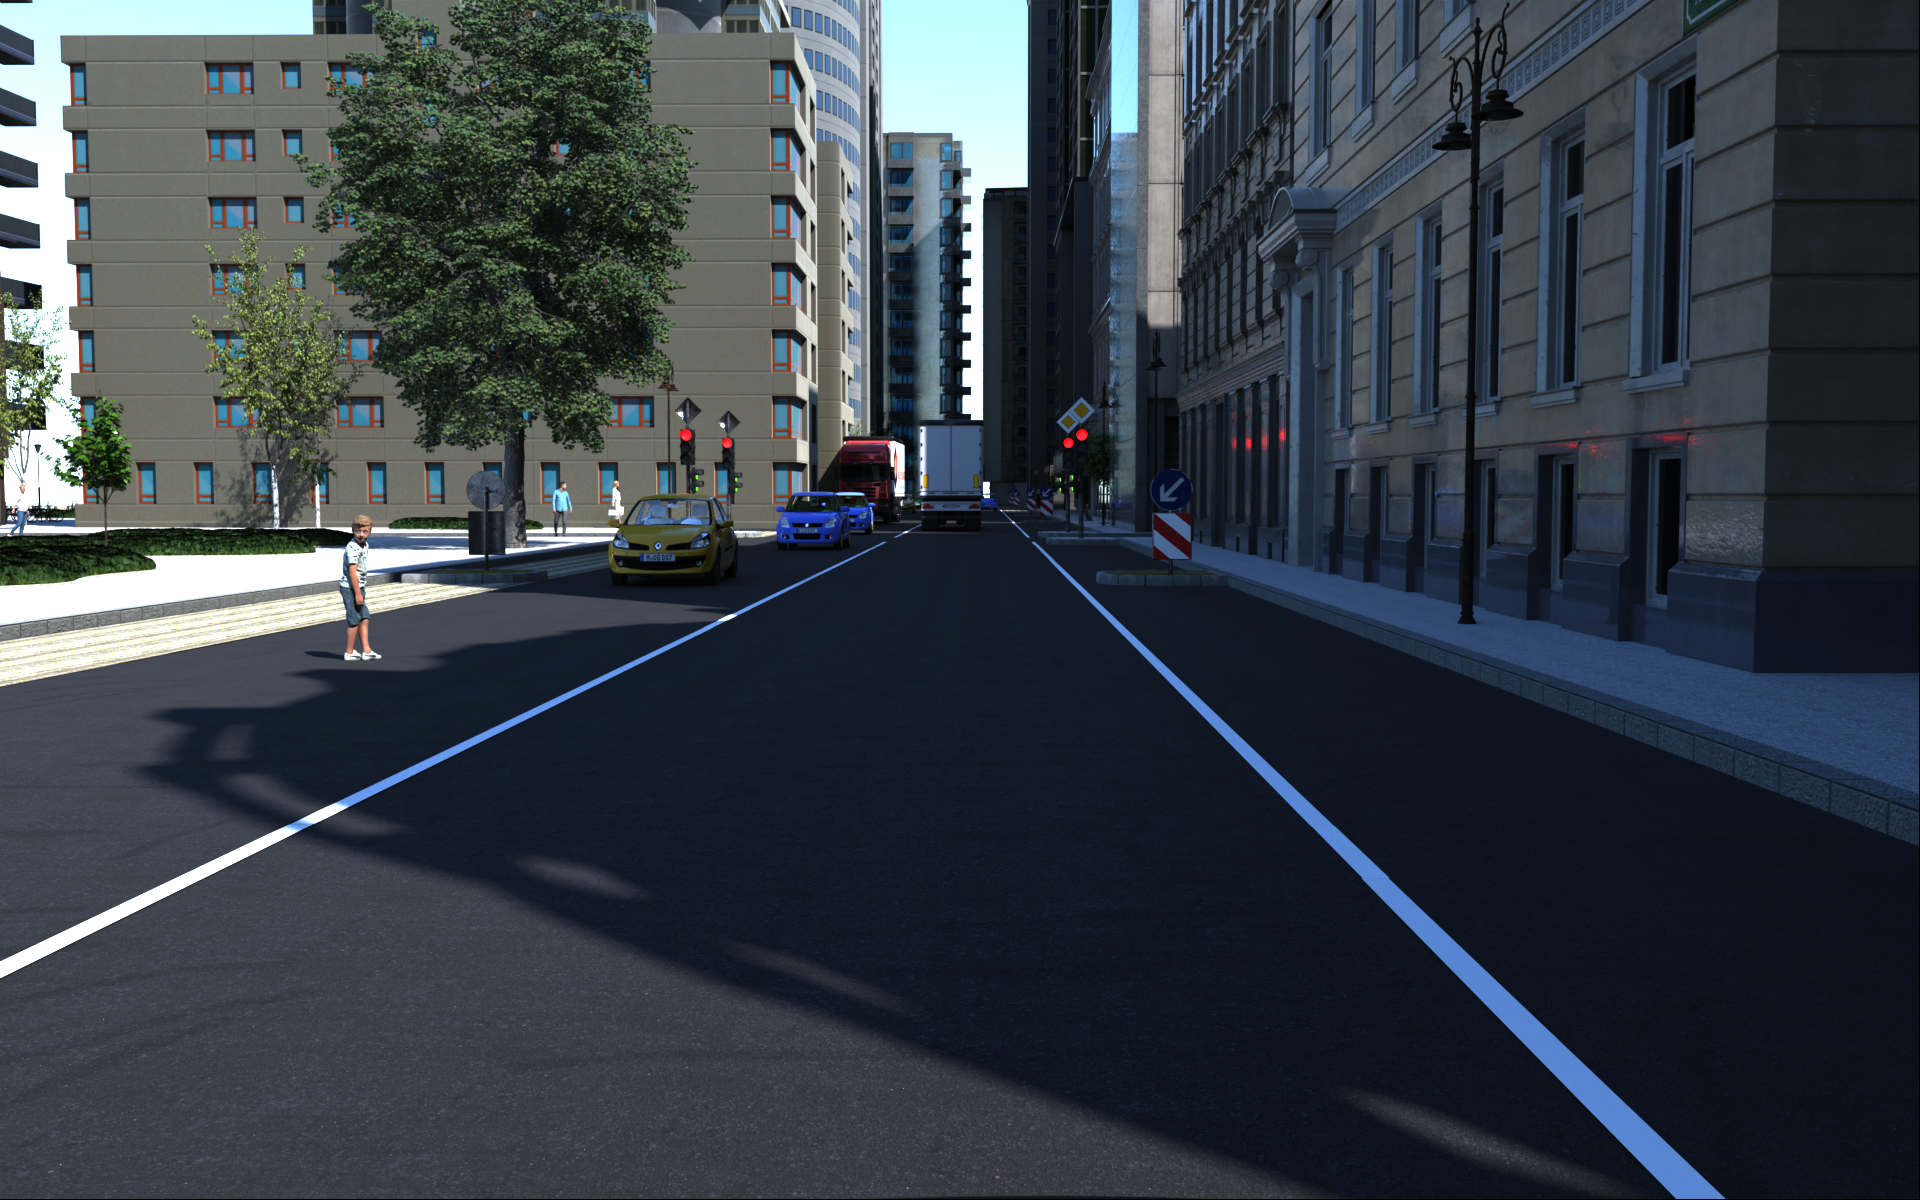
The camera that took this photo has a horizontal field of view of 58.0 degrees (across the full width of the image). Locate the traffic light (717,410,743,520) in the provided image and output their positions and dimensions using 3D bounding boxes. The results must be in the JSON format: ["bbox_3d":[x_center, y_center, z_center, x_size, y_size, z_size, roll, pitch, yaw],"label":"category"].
[{"bbox_3d":[-7.757,-4.239,58.232,0.839,4.253,0.868,0,4,1],"label":"traffic light"}]

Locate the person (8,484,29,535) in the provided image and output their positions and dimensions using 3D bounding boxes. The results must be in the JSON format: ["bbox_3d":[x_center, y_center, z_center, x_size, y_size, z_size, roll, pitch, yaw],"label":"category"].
[{"bbox_3d":[-28.985,-2.694,53.213,0.598,1.740,0.731,-1,4,-13],"label":"person"}]

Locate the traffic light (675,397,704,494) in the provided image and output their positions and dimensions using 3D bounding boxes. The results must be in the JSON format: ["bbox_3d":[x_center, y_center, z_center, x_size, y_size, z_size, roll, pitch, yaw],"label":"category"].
[{"bbox_3d":[-7.870,-3.751,50.247,0.839,4.253,0.868,0,4,1],"label":"traffic light"}]

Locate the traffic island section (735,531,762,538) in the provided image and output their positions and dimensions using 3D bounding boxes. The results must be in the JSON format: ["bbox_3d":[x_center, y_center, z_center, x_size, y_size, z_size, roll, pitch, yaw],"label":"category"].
[{"bbox_3d":[-7.797,-2.207,58.367,2.009,0.180,2.903,0,4,1],"label":"traffic island section"}]

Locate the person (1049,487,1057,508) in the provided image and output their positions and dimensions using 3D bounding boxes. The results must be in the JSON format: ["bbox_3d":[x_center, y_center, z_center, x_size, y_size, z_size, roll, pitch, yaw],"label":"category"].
[{"bbox_3d":[6.138,-6.603,114.571,0.524,1.755,0.480,-1,4,-15],"label":"person"}]

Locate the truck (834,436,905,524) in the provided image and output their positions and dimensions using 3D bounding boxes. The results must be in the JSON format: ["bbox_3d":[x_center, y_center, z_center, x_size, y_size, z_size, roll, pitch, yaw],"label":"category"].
[{"bbox_3d":[-4.354,-5.948,86.162,2.839,4.237,11.283,0,4,2],"label":"truck"}]

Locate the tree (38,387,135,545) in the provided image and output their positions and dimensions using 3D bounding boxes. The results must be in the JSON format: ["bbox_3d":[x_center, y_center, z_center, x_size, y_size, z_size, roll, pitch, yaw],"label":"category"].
[{"bbox_3d":[-15.408,-2.244,31.286,1.663,3.219,1.824,0,3,0],"label":"tree"}]

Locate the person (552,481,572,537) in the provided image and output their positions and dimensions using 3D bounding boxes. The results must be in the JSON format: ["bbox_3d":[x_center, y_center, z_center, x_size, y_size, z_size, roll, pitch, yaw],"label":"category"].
[{"bbox_3d":[-12.754,-2.879,55.440,0.638,1.841,0.748,-1,4,-22],"label":"person"}]

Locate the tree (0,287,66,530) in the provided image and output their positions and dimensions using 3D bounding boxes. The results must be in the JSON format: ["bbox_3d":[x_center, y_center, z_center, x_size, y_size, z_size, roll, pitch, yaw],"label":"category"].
[{"bbox_3d":[-33.348,-6.777,61.161,4.737,8.622,4.395,0,3,0],"label":"tree"}]

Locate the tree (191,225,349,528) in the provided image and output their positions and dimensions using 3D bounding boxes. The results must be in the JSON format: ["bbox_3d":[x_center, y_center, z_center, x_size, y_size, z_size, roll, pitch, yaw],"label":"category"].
[{"bbox_3d":[-18.840,-5.942,47.522,4.737,8.622,4.395,0,3,0],"label":"tree"}]

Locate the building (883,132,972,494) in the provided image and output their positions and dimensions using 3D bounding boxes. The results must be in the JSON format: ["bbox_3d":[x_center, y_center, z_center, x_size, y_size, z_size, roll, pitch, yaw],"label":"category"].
[{"bbox_3d":[-13.694,-37.192,227.691,30.456,49.044,23.786,0,4,1],"label":"building"}]

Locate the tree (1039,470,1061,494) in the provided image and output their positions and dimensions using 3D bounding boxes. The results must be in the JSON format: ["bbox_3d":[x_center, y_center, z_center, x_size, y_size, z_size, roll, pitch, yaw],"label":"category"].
[{"bbox_3d":[7.370,-8.703,136.893,1.663,3.219,1.824,0,3,0],"label":"tree"}]

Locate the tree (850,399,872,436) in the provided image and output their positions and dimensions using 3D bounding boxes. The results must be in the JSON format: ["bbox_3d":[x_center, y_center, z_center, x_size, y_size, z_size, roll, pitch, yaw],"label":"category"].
[{"bbox_3d":[-8.936,-11.052,131.062,4.737,8.622,4.395,0,3,0],"label":"tree"}]

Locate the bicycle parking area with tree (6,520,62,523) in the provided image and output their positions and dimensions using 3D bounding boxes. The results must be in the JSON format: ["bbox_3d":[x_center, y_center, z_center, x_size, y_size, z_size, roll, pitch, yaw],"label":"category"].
[{"bbox_3d":[-46.183,-5.662,79.579,9.016,4.147,8.231,-2,4,-25],"label":"bicycle parking area with tree"}]

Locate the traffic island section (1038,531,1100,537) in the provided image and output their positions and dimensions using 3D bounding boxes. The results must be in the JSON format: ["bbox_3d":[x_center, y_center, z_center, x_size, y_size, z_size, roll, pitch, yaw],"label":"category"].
[{"bbox_3d":[3.643,-2.197,58.201,2.009,0.180,2.903,0,4,1],"label":"traffic island section"}]

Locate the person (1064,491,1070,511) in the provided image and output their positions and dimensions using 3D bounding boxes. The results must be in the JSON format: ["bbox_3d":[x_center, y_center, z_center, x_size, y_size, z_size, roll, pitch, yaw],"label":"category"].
[{"bbox_3d":[8.373,-7.833,134.648,0.750,1.759,0.617,2,4,26],"label":"person"}]

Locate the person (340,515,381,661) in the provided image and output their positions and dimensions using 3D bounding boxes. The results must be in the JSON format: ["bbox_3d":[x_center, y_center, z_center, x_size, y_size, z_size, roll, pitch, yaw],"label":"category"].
[{"bbox_3d":[-5.177,-0.107,14.932,0.352,1.250,0.332,2,4,32],"label":"person"}]

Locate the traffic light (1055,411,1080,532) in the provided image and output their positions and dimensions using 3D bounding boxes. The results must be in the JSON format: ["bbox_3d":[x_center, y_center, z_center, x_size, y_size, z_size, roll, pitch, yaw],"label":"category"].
[{"bbox_3d":[3.603,-4.230,58.088,0.839,4.253,0.868,0,4,1],"label":"traffic light"}]

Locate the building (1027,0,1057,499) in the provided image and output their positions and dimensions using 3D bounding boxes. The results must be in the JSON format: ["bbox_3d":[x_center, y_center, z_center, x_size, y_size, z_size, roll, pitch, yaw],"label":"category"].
[{"bbox_3d":[18.043,-39.888,194.161,21.231,58.520,28.212,0,4,1],"label":"building"}]

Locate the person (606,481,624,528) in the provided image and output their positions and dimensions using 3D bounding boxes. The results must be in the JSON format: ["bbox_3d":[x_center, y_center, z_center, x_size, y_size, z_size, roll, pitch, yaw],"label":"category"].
[{"bbox_3d":[-12.884,-3.569,64.746,0.624,1.780,0.694,1,4,11],"label":"person"}]

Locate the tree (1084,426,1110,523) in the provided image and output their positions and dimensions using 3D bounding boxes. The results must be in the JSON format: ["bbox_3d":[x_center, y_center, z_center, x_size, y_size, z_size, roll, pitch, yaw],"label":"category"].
[{"bbox_3d":[6.822,-5.650,76.090,4.285,4.588,4.351,0,3,0],"label":"tree"}]

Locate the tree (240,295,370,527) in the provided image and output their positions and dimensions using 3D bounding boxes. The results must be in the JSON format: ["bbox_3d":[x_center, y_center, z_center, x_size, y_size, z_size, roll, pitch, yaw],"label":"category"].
[{"bbox_3d":[-23.798,-6.907,63.284,4.360,8.622,3.978,0,3,0],"label":"tree"}]

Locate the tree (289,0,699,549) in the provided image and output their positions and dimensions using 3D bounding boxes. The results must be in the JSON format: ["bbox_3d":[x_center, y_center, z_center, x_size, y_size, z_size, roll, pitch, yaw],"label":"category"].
[{"bbox_3d":[-10.608,-8.198,40.693,9.857,13.997,8.962,0,3,0],"label":"tree"}]

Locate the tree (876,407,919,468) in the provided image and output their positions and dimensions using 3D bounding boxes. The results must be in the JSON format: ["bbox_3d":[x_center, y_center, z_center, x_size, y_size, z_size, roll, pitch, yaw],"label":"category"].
[{"bbox_3d":[-8.439,-15.121,181.638,8.767,10.594,7.601,0,4,1],"label":"tree"}]

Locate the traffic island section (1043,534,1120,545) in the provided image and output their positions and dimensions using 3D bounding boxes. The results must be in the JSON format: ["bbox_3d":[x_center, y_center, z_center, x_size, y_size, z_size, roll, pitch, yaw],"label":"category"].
[{"bbox_3d":[3.530,-1.709,50.217,2.009,0.180,2.903,0,4,1],"label":"traffic island section"}]

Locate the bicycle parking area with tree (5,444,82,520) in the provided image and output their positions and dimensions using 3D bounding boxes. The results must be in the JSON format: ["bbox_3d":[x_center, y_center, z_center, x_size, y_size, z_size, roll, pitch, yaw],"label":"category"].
[{"bbox_3d":[-50.387,-6.895,99.733,8.231,4.147,9.016,1,4,16],"label":"bicycle parking area with tree"}]

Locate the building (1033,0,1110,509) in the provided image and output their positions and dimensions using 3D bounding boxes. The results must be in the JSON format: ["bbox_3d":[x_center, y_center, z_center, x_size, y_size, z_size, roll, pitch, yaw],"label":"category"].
[{"bbox_3d":[17.841,-44.719,169.409,20.563,71.187,20.611,0,4,1],"label":"building"}]

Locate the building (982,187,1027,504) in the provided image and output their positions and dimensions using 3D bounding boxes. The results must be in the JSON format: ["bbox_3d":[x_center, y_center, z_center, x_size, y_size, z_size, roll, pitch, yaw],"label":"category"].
[{"bbox_3d":[9.835,-33.047,223.911,14.086,41.232,14.154,0,4,1],"label":"building"}]

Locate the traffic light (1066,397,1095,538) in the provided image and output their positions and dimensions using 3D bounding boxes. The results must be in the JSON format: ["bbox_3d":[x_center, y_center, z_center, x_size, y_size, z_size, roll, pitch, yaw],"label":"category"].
[{"bbox_3d":[3.490,-3.742,50.103,0.839,4.253,0.868,0,4,1],"label":"traffic light"}]

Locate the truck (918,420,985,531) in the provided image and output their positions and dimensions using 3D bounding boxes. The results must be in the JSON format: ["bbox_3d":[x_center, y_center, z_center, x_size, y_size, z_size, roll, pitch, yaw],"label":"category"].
[{"bbox_3d":[-0.338,-5.012,70.858,2.839,4.237,11.283,0,3,0],"label":"truck"}]

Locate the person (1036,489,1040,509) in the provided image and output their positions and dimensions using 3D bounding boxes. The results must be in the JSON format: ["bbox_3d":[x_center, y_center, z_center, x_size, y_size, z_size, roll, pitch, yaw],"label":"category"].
[{"bbox_3d":[6.831,-8.933,152.833,0.721,1.736,1.217,0,4,6],"label":"person"}]
